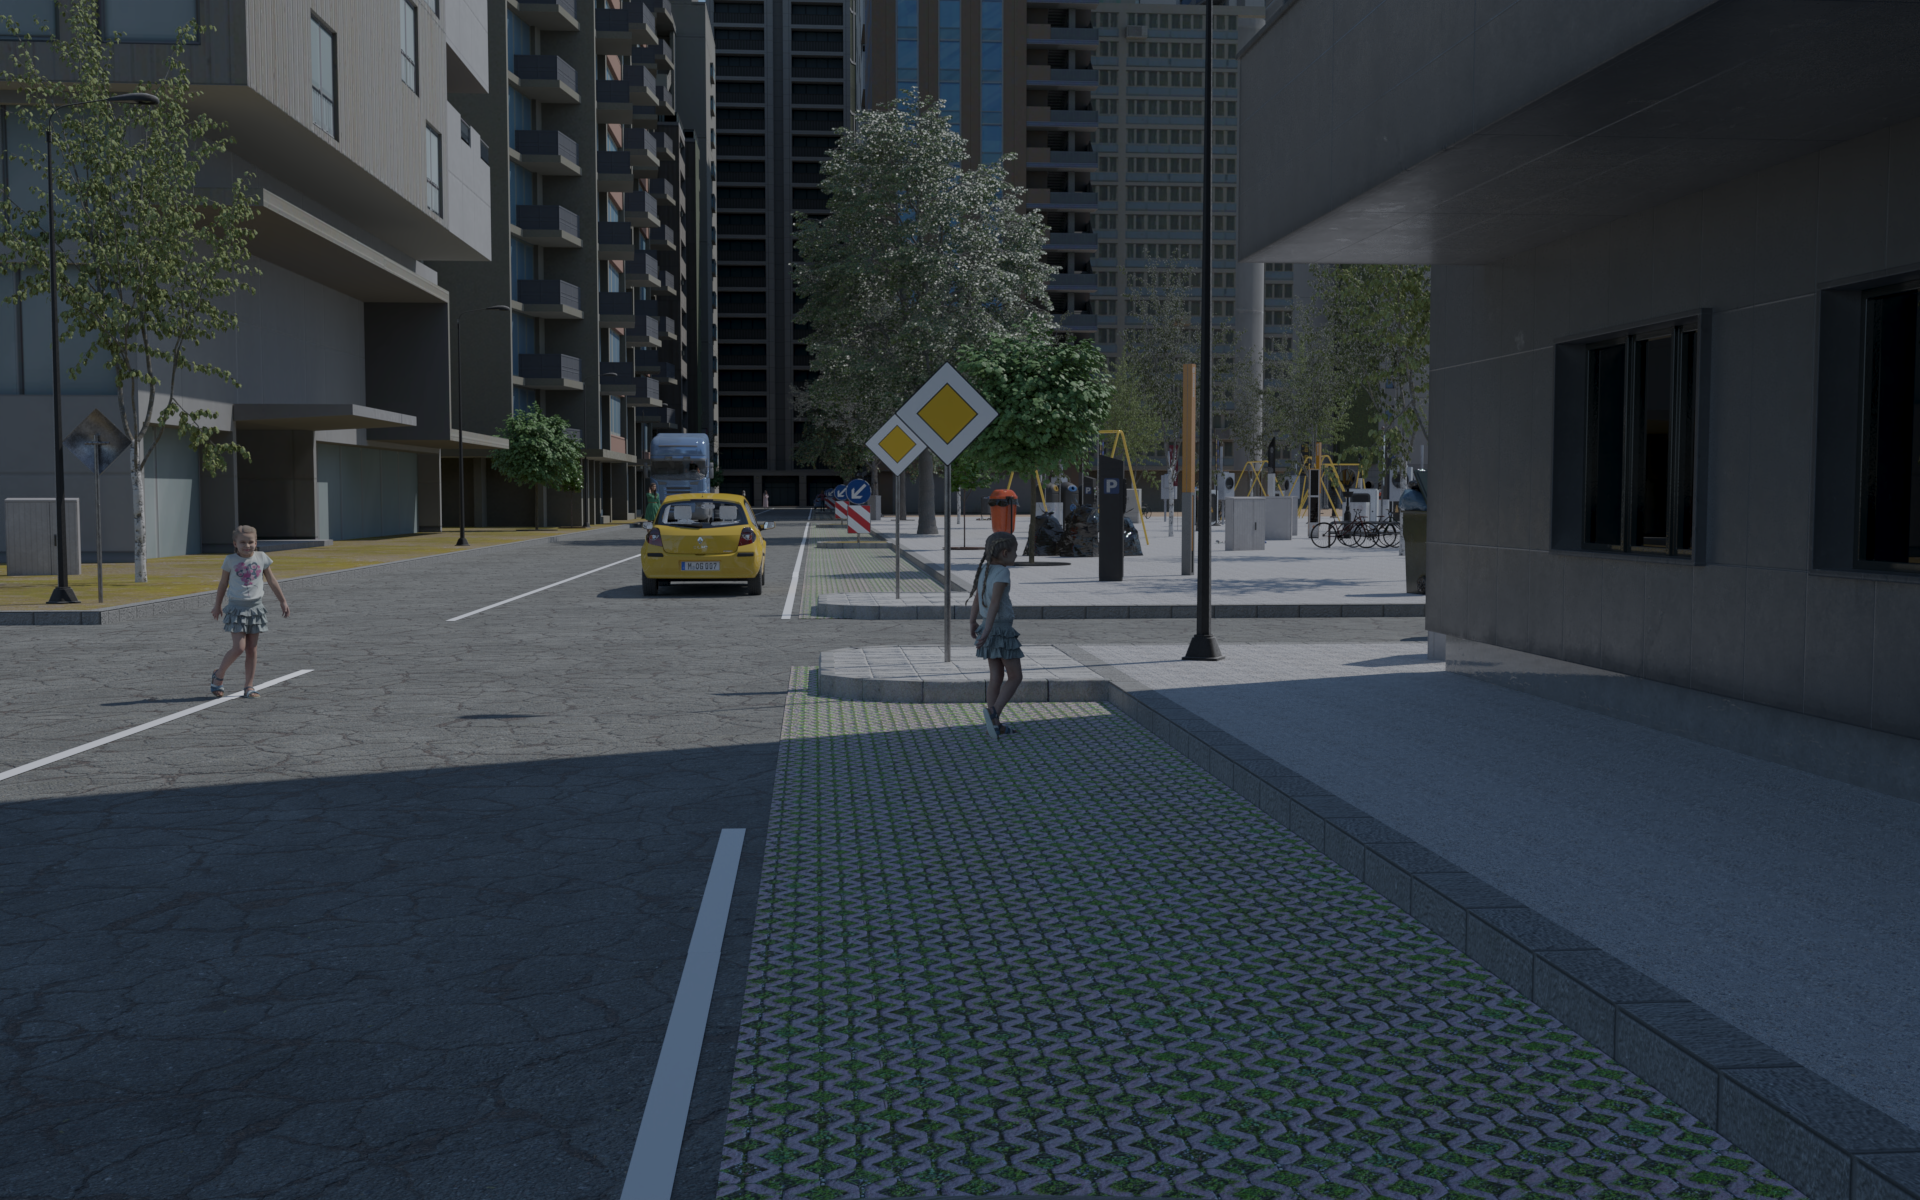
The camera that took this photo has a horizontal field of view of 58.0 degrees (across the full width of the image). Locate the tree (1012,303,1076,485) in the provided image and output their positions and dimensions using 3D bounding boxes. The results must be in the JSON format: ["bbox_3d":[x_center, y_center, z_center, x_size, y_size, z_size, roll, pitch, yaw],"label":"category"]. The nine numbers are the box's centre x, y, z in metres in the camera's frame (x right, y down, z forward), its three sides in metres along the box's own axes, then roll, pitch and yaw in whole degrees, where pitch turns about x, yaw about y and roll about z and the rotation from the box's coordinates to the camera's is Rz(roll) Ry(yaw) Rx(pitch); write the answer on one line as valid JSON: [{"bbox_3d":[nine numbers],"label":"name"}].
[{"bbox_3d":[2.966,-7.070,65.963,4.360,8.622,3.978,0,3,0],"label":"tree"}]

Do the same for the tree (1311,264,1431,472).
[{"bbox_3d":[7.333,-4.626,26.002,4.737,8.622,4.395,0,3,0],"label":"tree"}]

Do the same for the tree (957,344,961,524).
[{"bbox_3d":[-0.286,-7.532,73.517,4.737,8.622,4.395,0,3,0],"label":"tree"}]

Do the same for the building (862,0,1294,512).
[{"bbox_3d":[8.671,-27.021,133.666,32.217,40.220,23.993,0,4,-5],"label":"building"}]

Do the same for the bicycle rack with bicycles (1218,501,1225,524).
[{"bbox_3d":[11.567,-3.801,75.526,2.852,0.926,2.925,-2,4,-30],"label":"bicycle rack with bicycles"}]

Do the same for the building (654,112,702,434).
[{"bbox_3d":[-27.086,-21.962,130.782,14.160,30.474,14.107,0,4,-5],"label":"building"}]

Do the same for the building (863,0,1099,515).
[{"bbox_3d":[0.905,-28.353,113.676,14.600,45.320,14.200,0,4,-5],"label":"building"}]

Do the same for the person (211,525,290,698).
[{"bbox_3d":[-5.035,0.076,12.273,0.505,1.210,0.382,-3,4,-38],"label":"person"}]

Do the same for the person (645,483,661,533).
[{"bbox_3d":[-10.073,-2.940,56.813,0.600,1.795,0.529,-3,5,-45],"label":"person"}]

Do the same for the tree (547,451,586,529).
[{"bbox_3d":[-14.477,-4.289,64.733,1.663,3.219,1.824,0,3,0],"label":"tree"}]

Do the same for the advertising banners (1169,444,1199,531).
[{"bbox_3d":[7.953,-3.941,60.621,0.090,3.025,2.074,-2,4,-31],"label":"advertising banners"}]

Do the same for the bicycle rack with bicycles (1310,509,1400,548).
[{"bbox_3d":[9.950,-1.731,41.676,2.925,0.926,2.852,1,4,13],"label":"bicycle rack with bicycles"}]

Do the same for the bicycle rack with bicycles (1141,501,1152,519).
[{"bbox_3d":[8.632,-4.656,89.509,2.925,0.926,2.852,-2,4,-26],"label":"bicycle rack with bicycles"}]

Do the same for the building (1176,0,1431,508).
[{"bbox_3d":[35.160,-38.062,164.318,28.212,58.520,21.231,0,4,-5],"label":"building"}]

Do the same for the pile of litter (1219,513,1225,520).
[{"bbox_3d":[13.663,-4.419,86.217,1.719,0.858,1.176,0,4,6],"label":"pile of litter"}]

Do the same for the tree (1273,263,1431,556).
[{"bbox_3d":[8.983,-5.226,35.809,4.360,8.622,3.978,0,3,0],"label":"tree"}]

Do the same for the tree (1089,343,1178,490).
[{"bbox_3d":[7.847,-8.201,84.450,4.737,8.622,4.395,0,3,0],"label":"tree"}]

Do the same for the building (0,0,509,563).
[{"bbox_3d":[-27.288,-27.689,41.949,28.713,52.752,27.495,0,4,-5],"label":"building"}]

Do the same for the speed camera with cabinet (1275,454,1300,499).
[{"bbox_3d":[16.351,-5.649,86.696,0.660,3.252,2.038,-1,4,-11],"label":"speed camera with cabinet"}]

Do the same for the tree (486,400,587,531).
[{"bbox_3d":[-14.794,-4.700,60.554,4.285,4.588,4.351,0,3,0],"label":"tree"}]

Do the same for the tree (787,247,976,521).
[{"bbox_3d":[-2.725,-10.589,83.503,12.009,13.543,11.850,0,3,0],"label":"tree"}]

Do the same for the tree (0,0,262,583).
[{"bbox_3d":[-11.837,-4.546,24.683,4.737,8.622,4.395,0,3,0],"label":"tree"}]

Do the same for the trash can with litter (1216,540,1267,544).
[{"bbox_3d":[7.187,-2.093,45.277,1.678,1.210,2.233,2,4,30],"label":"trash can with litter"}]

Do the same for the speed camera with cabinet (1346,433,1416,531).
[{"bbox_3d":[13.534,-3.766,55.910,2.038,3.252,0.660,1,4,20],"label":"speed camera with cabinet"}]

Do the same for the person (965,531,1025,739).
[{"bbox_3d":[0.158,0.200,10.249,0.382,1.210,0.505,-2,4,-30],"label":"person"}]

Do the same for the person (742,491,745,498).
[{"bbox_3d":[-20.908,-9.632,166.710,0.721,1.736,1.217,-1,4,-12],"label":"person"}]

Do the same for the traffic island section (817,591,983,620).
[{"bbox_3d":[-0.742,0.066,21.197,2.009,0.180,2.903,0,4,-5],"label":"traffic island section"}]

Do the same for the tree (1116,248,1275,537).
[{"bbox_3d":[6.457,-6.200,51.739,4.360,8.622,3.978,0,3,0],"label":"tree"}]

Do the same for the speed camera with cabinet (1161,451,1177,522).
[{"bbox_3d":[10.350,-5.241,80.027,2.038,3.252,0.660,1,4,15],"label":"speed camera with cabinet"}]

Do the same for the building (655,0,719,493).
[{"bbox_3d":[-33.484,-32.728,158.803,21.600,48.544,21.300,0,4,-5],"label":"building"}]

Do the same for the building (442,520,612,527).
[{"bbox_3d":[-25.525,-25.930,78.579,22.147,44.769,28.867,0,4,-5],"label":"building"}]

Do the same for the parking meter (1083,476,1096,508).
[{"bbox_3d":[4.195,-3.062,55.773,0.399,1.863,0.255,2,4,32],"label":"parking meter"}]

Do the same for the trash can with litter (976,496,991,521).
[{"bbox_3d":[1.661,-4.483,84.354,2.233,1.210,1.678,-2,4,-27],"label":"trash can with litter"}]

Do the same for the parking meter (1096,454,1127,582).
[{"bbox_3d":[2.248,-1.209,25.482,0.399,1.863,0.255,1,4,9],"label":"parking meter"}]

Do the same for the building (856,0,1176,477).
[{"bbox_3d":[4.253,-34.834,158.778,28.713,52.752,27.495,0,4,-5],"label":"building"}]

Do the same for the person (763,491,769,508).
[{"bbox_3d":[-19.262,-9.944,171.752,0.621,1.740,0.551,1,4,23],"label":"person"}]

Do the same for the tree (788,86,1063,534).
[{"bbox_3d":[-1.017,-9.062,54.822,9.857,13.997,8.962,0,3,0],"label":"tree"}]

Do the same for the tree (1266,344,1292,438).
[{"bbox_3d":[15.766,-7.785,77.640,4.737,8.622,4.395,0,3,0],"label":"tree"}]

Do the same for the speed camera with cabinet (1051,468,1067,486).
[{"bbox_3d":[5.695,-5.894,90.699,2.038,3.252,0.660,-3,5,-40],"label":"speed camera with cabinet"}]

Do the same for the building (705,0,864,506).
[{"bbox_3d":[-16.680,-45.888,188.527,20.611,71.187,20.563,0,4,-5],"label":"building"}]

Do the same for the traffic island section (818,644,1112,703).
[{"bbox_3d":[-0.075,0.553,13.239,2.009,0.180,2.903,0,4,-5],"label":"traffic island section"}]

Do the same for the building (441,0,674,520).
[{"bbox_3d":[-29.633,-27.767,108.611,22.147,44.769,28.867,0,4,-5],"label":"building"}]

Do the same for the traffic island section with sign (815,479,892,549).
[{"bbox_3d":[-2.817,-2.287,46.022,1.989,1.847,2.006,0,4,-5],"label":"traffic island section with sign"}]

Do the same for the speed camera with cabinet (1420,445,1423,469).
[{"bbox_3d":[18.338,-4.668,70.658,0.660,3.252,2.038,-1,4,-11],"label":"speed camera with cabinet"}]

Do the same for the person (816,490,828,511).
[{"bbox_3d":[-11.239,-8.117,141.928,1.217,1.743,0.721,-1,4,-22],"label":"person"}]

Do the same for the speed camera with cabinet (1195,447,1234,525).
[{"bbox_3d":[10.498,-4.723,71.550,2.038,3.252,0.660,-3,5,-43],"label":"speed camera with cabinet"}]

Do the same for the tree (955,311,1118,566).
[{"bbox_3d":[1.256,-2.907,31.241,4.285,4.588,4.351,0,3,0],"label":"tree"}]
